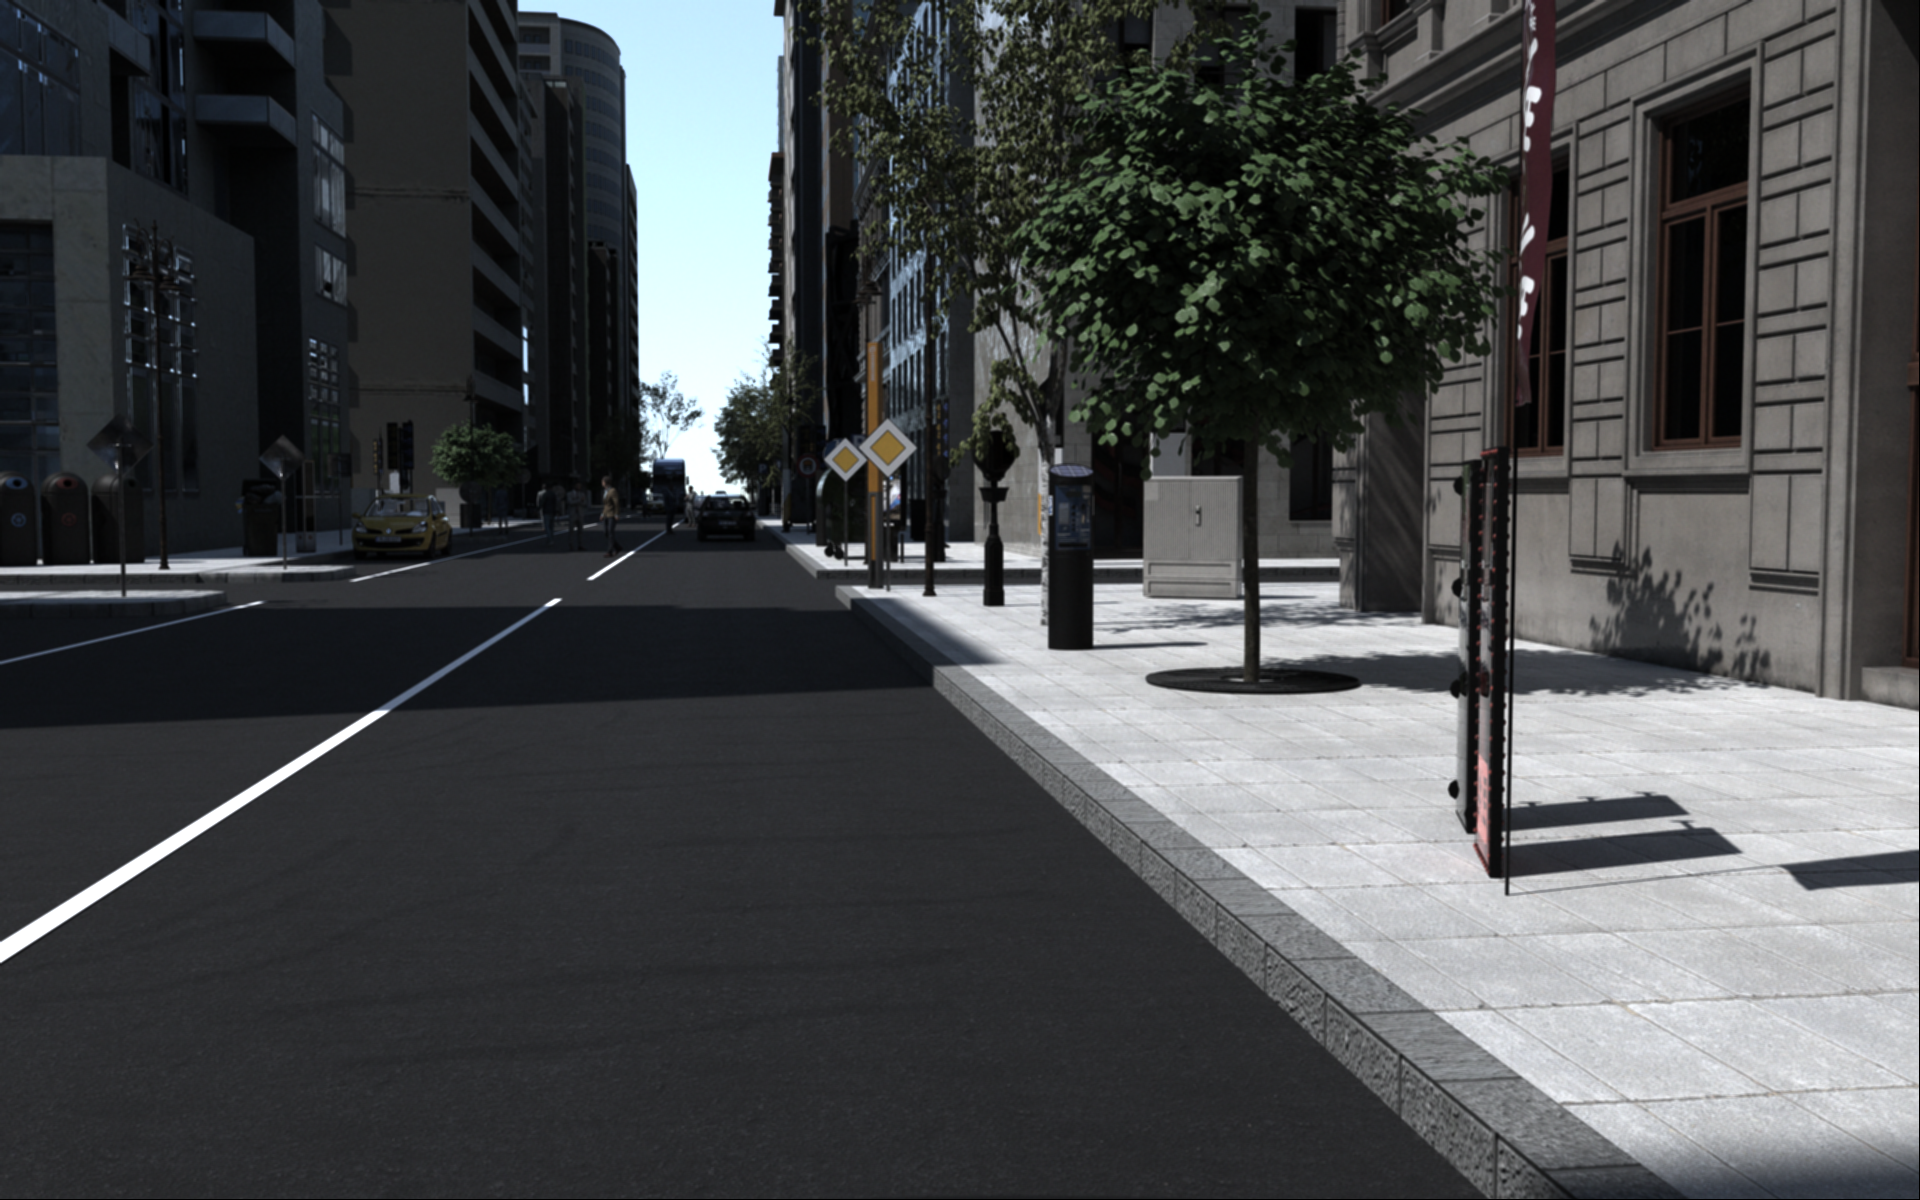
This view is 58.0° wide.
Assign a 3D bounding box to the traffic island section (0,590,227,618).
[{"bbox_3d":[-10.431,0.044,21.564,2.009,0.180,2.903,0,4,-8],"label":"traffic island section"}]

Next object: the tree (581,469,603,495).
[{"bbox_3d":[-28.718,-8.672,136.387,1.663,3.219,1.824,0,3,0],"label":"tree"}]

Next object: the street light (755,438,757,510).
[{"bbox_3d":[-16.887,-10.420,143.157,0.468,5.910,1.993,0,4,-8],"label":"street light"}]

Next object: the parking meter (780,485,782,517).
[{"bbox_3d":[-9.867,-5.566,96.715,0.255,1.863,0.399,0,4,4],"label":"parking meter"}]

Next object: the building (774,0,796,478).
[{"bbox_3d":[-2.831,-35.238,165.376,28.713,52.752,27.495,0,4,-8],"label":"building"}]

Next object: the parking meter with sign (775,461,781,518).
[{"bbox_3d":[-8.774,-5.788,90.892,1.738,3.016,0.543,1,4,17],"label":"parking meter with sign"}]

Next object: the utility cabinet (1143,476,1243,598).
[{"bbox_3d":[2.855,-0.769,21.258,1.173,1.500,0.318,1,4,22],"label":"utility cabinet"}]

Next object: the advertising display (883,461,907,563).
[{"bbox_3d":[-1.300,-1.672,32.543,0.123,1.923,0.974,-2,4,-32],"label":"advertising display"}]

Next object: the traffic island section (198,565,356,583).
[{"bbox_3d":[-11.507,-0.440,29.477,2.009,0.180,2.903,0,4,-8],"label":"traffic island section"}]

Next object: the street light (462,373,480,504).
[{"bbox_3d":[-18.668,-5.717,66.264,0.468,5.910,1.993,0,4,-8],"label":"street light"}]

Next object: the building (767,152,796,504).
[{"bbox_3d":[-13.085,-34.566,219.784,22.147,44.769,28.867,0,4,-8],"label":"building"}]

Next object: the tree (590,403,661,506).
[{"bbox_3d":[-34.675,-14.939,178.669,8.767,10.594,7.601,1,4,17],"label":"tree"}]

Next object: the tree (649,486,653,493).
[{"bbox_3d":[-42.582,-15.110,241.642,1.663,3.219,1.824,0,3,0],"label":"tree"}]

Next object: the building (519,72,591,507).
[{"bbox_3d":[-42.763,-29.360,163.624,14.154,41.232,14.086,0,4,-8],"label":"building"}]

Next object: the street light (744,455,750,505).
[{"bbox_3d":[-21.925,-12.661,179.792,0.468,5.910,1.993,0,4,-8],"label":"street light"}]

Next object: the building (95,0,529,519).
[{"bbox_3d":[-40.360,-49.077,115.088,22.319,86.520,31.000,0,4,-8],"label":"building"}]

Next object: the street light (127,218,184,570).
[{"bbox_3d":[-13.549,-3.457,29.312,0.468,5.910,1.993,0,4,-8],"label":"street light"}]

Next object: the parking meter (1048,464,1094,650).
[{"bbox_3d":[0.919,-0.363,14.344,0.372,1.533,0.369,0,3,0],"label":"parking meter"}]

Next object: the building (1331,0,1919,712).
[{"bbox_3d":[10.534,-10.636,10.056,11.583,22.565,21.152,0,4,-8],"label":"building"}]

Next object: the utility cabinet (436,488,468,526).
[{"bbox_3d":[-19.948,-3.631,68.050,1.173,1.500,0.318,0,3,0],"label":"utility cabinet"}]

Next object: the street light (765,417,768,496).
[{"bbox_3d":[-11.677,-8.067,104.679,0.468,5.910,1.993,0,4,-8],"label":"street light"}]

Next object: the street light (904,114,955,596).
[{"bbox_3d":[-0.383,-2.987,21.620,0.468,5.910,1.993,0,4,-8],"label":"street light"}]

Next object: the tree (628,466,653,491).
[{"bbox_3d":[-36.972,-13.264,200.583,4.285,4.588,4.351,0,3,0],"label":"tree"}]

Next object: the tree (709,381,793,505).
[{"bbox_3d":[-23.365,-17.674,195.619,9.857,13.997,8.962,0,3,0],"label":"tree"}]

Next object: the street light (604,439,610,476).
[{"bbox_3d":[-28.983,-10.377,142.447,0.468,5.910,1.993,0,4,-8],"label":"street light"}]

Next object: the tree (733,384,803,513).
[{"bbox_3d":[-12.622,-10.059,114.824,4.360,8.622,3.978,0,3,0],"label":"tree"}]

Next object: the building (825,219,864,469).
[{"bbox_3d":[0.750,-14.131,98.498,16.820,18.784,16.811,0,4,-8],"label":"building"}]

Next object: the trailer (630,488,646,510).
[{"bbox_3d":[-28.027,-8.814,151.162,1.471,1.999,3.904,0,4,-6],"label":"trailer"}]

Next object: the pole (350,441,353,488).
[{"bbox_3d":[-23.238,-4.414,66.019,0.158,3.312,0.155,0,3,0],"label":"pole"}]

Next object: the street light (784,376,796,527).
[{"bbox_3d":[-6.652,-5.826,68.042,0.468,5.910,1.993,0,4,-8],"label":"street light"}]

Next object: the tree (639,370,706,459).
[{"bbox_3d":[-44.003,-24.834,261.924,12.611,20.169,13.585,0,3,0],"label":"tree"}]

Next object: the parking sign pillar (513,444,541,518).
[{"bbox_3d":[-23.366,-6.412,93.305,1.447,3.967,1.447,0,4,-5],"label":"parking sign pillar"}]

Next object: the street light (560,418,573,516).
[{"bbox_3d":[-23.890,-8.132,105.742,0.468,5.910,1.993,0,4,-8],"label":"street light"}]

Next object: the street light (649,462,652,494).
[{"bbox_3d":[-40.212,-15.424,224.969,0.468,5.910,1.993,0,4,-8],"label":"street light"}]

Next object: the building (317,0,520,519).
[{"bbox_3d":[-34.547,-28.398,88.011,21.300,48.544,21.600,0,4,-8],"label":"building"}]

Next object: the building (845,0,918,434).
[{"bbox_3d":[1.231,-15.007,74.238,11.050,23.489,19.941,0,4,-8],"label":"building"}]

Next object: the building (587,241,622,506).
[{"bbox_3d":[-45.730,-25.883,194.895,14.160,30.474,14.107,0,4,-8],"label":"building"}]

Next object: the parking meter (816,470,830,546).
[{"bbox_3d":[-3.339,-2.252,42.534,0.255,1.863,0.399,2,4,30],"label":"parking meter"}]

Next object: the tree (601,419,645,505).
[{"bbox_3d":[-32.978,-13.400,169.454,4.360,8.622,3.978,0,3,0],"label":"tree"}]

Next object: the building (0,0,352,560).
[{"bbox_3d":[-29.442,-44.774,44.726,22.319,86.520,31.000,0,4,-8],"label":"building"}]

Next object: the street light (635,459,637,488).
[{"bbox_3d":[-35.085,-13.154,187.863,0.468,5.910,1.993,0,4,-8],"label":"street light"}]

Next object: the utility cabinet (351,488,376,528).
[{"bbox_3d":[-22.444,-3.452,65.123,1.173,1.500,0.318,2,4,30],"label":"utility cabinet"}]

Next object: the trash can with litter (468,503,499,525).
[{"bbox_3d":[-19.892,-3.642,70.600,2.233,1.210,1.678,-1,4,-12],"label":"trash can with litter"}]

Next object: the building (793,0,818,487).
[{"bbox_3d":[-2.547,-36.370,136.646,21.231,58.520,28.212,0,4,-8],"label":"building"}]

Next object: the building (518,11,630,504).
[{"bbox_3d":[-52.588,-41.130,214.468,21.231,58.520,28.212,0,4,-8],"label":"building"}]

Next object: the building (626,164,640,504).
[{"bbox_3d":[-55.865,-37.692,239.971,21.300,48.544,21.600,0,4,-8],"label":"building"}]

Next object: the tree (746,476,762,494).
[{"bbox_3d":[-19.310,-10.533,166.809,1.663,3.219,1.824,0,3,0],"label":"tree"}]

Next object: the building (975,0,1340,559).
[{"bbox_3d":[9.398,-11.289,39.328,16.860,20.320,10.420,0,4,-8],"label":"building"}]

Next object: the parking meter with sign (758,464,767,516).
[{"bbox_3d":[-11.490,-6.379,100.554,0.543,3.016,1.738,-1,4,-9],"label":"parking meter with sign"}]

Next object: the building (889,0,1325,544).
[{"bbox_3d":[3.714,-12.292,55.718,10.420,20.320,16.860,0,4,-8],"label":"building"}]

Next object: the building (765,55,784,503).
[{"bbox_3d":[-17.114,-57.214,248.116,22.319,86.520,31.000,0,4,-8],"label":"building"}]

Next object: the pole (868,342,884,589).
[{"bbox_3d":[-1.142,-1.809,23.425,0.158,3.312,0.155,0,3,0],"label":"pole"}]

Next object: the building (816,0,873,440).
[{"bbox_3d":[-2.246,-28.478,115.729,14.600,45.320,14.200,0,4,-8],"label":"building"}]

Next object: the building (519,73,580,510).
[{"bbox_3d":[-48.594,-27.625,143.543,32.217,40.220,23.993,0,4,-8],"label":"building"}]

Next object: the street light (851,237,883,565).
[{"bbox_3d":[-1.679,-3.585,31.399,0.468,5.910,1.993,0,4,-8],"label":"street light"}]

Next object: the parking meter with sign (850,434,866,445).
[{"bbox_3d":[-2.674,-3.265,49.638,0.543,3.016,1.738,-1,4,-18],"label":"parking meter with sign"}]
